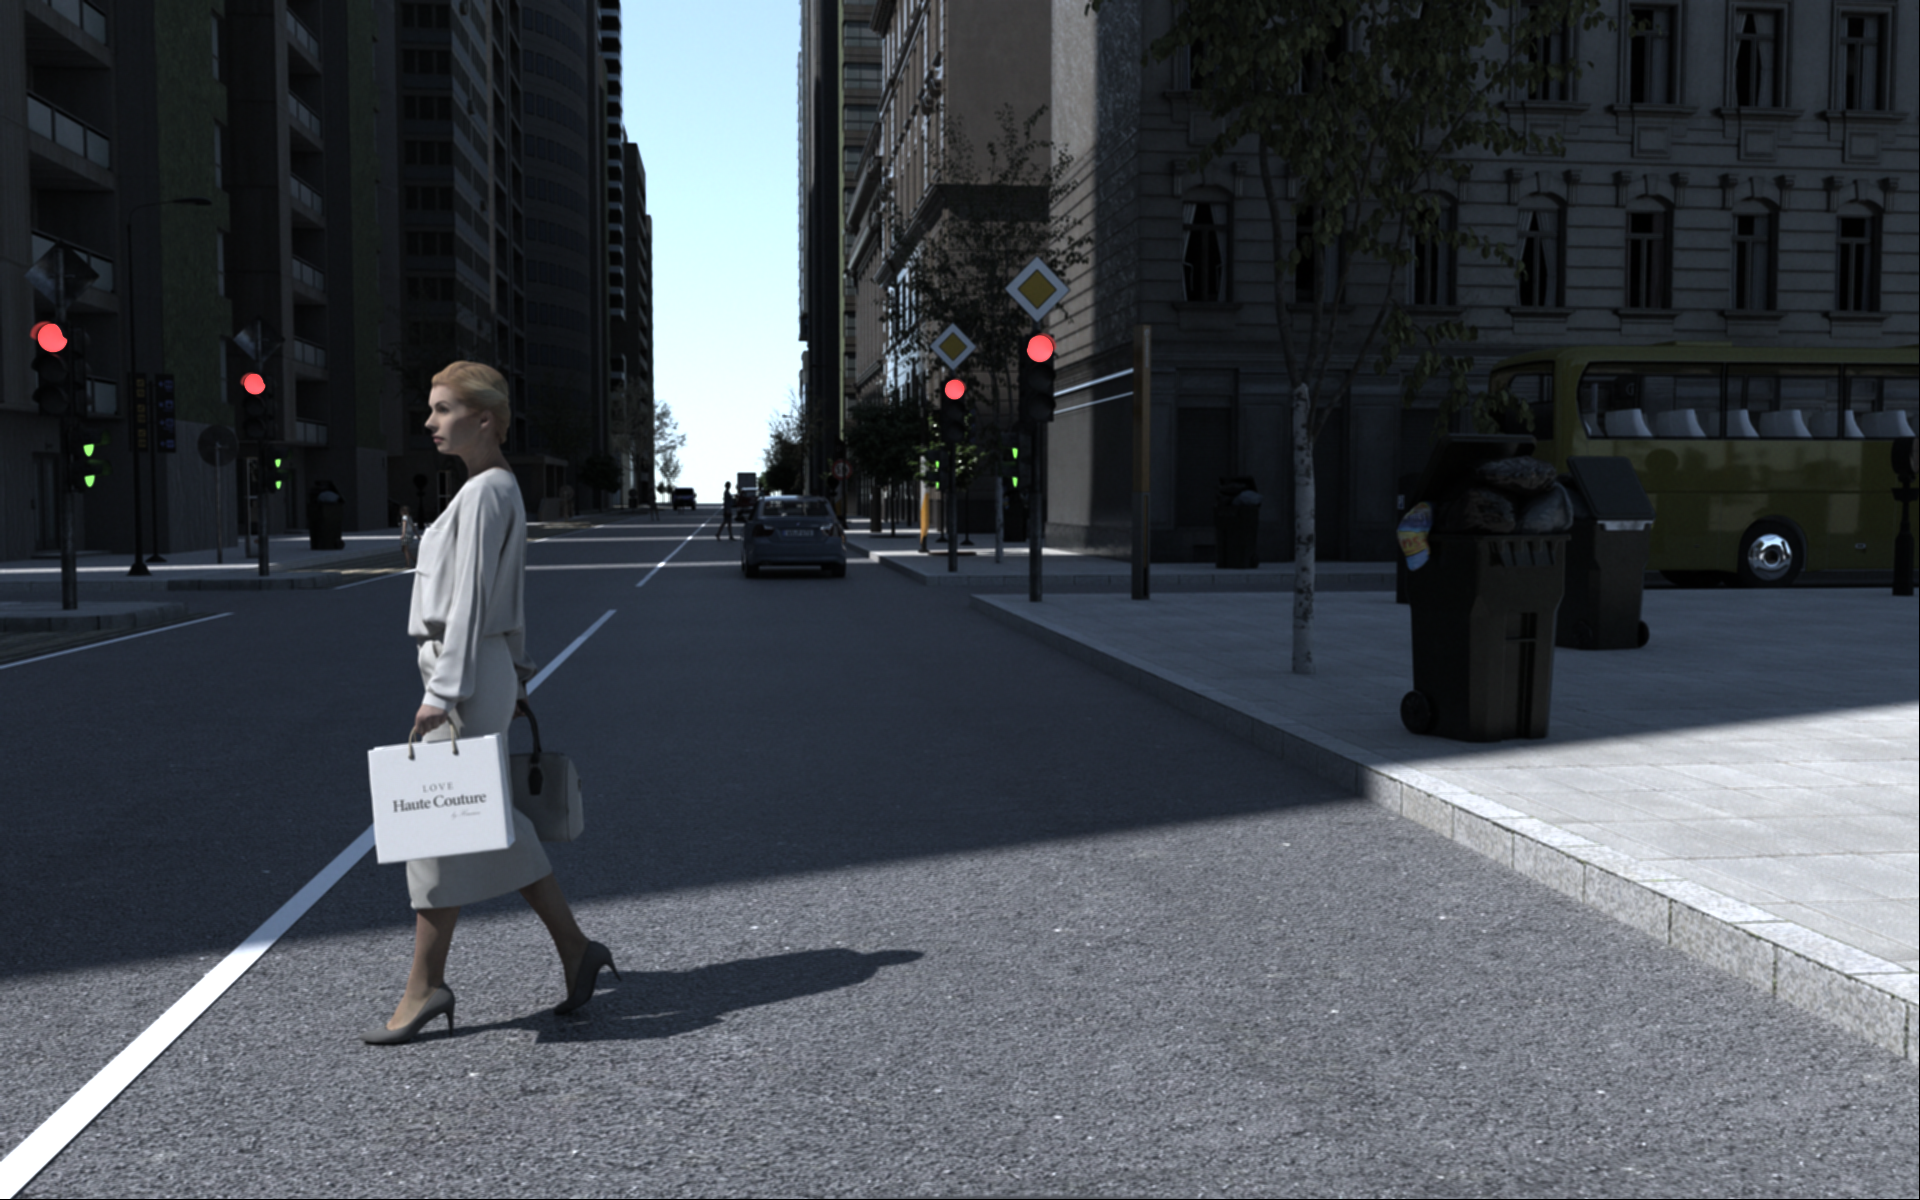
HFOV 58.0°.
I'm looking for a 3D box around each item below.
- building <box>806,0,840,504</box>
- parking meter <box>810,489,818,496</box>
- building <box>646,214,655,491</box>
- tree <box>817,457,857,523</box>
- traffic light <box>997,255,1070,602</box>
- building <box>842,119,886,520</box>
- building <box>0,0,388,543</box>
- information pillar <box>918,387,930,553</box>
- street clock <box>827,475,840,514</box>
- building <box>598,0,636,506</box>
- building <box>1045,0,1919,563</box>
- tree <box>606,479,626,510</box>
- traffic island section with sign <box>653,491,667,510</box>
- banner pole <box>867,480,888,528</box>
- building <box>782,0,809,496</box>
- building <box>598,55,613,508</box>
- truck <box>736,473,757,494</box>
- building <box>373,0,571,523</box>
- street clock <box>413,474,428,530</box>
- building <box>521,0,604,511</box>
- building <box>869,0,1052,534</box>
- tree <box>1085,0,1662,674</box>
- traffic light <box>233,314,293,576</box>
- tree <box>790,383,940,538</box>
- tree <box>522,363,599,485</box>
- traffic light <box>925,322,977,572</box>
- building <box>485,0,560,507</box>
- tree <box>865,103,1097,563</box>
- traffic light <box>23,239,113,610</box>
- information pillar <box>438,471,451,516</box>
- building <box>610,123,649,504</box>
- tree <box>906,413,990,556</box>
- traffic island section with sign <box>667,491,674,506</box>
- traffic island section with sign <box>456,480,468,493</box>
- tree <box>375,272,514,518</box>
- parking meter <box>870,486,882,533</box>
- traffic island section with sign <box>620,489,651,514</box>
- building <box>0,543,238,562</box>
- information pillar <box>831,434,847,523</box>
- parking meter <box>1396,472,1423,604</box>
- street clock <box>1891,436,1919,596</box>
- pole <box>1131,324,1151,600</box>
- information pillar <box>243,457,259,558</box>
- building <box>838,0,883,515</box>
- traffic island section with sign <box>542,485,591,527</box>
[{"bbox_3d":[-3.888,-38.005,163.385,21.231,58.520,28.212,0,4,-7],"label":"building"},{"bbox_3d":[-7.267,-4.751,86.092,0.372,1.533,0.369,0,3,0],"label":"parking meter"},{"bbox_3d":[-50.856,-34.368,245.508,14.154,41.232,14.086,0,4,-7],"label":"building"},{"bbox_3d":[-5.324,-5.106,78.088,1.663,3.219,1.824,0,3,0],"label":"tree"},{"bbox_3d":[0.883,-1.935,20.557,0.839,4.253,0.868,0,4,-7],"label":"traffic light"},{"bbox_3d":[1.091,-15.331,92.459,13.314,21.916,24.055,0,4,-7],"label":"building"},{"bbox_3d":[-27.150,-22.709,54.882,14.154,41.232,14.086,0,4,-7],"label":"building"},{"bbox_3d":[-0.770,-2.838,37.756,0.183,3.616,0.504,-1,4,-14],"label":"information pillar"},{"bbox_3d":[-4.758,-3.697,65.009,0.471,2.002,0.358,-1,4,-9],"label":"street clock"},{"bbox_3d":[-48.790,-54.215,199.080,22.319,86.520,31.000,0,4,-7],"label":"building"},{"bbox_3d":[11.464,-11.498,37.144,18.267,20.994,9.793,0,4,-7],"label":"building"},{"bbox_3d":[-27.808,-8.791,138.326,1.663,3.219,1.824,0,3,0],"label":"tree"},{"bbox_3d":[-27.220,-8.841,153.179,1.989,1.847,2.006,0,4,-7],"label":"traffic island section with sign"},{"bbox_3d":[-3.074,-4.570,64.742,0.863,3.779,0.401,0,4,3],"label":"banner pole"},{"bbox_3d":[-14.095,-57.081,245.945,22.319,86.520,31.000,0,4,-7],"label":"building"},{"bbox_3d":[-39.157,-28.892,155.974,14.154,41.232,14.086,0,4,-7],"label":"building"},{"bbox_3d":[-28.468,-14.808,231.017,2.839,4.237,11.283,0,4,-7],"label":"truck"},{"bbox_3d":[-35.552,-23.802,81.044,32.217,40.220,23.993,0,4,-7],"label":"building"},{"bbox_3d":[-19.425,-3.538,62.414,0.471,2.002,0.358,0,4,-1],"label":"street clock"},{"bbox_3d":[-39.664,-36.214,134.097,21.231,58.520,28.212,0,4,-7],"label":"building"},{"bbox_3d":[3.602,-16.549,67.836,12.463,27.353,25.104,0,4,-7],"label":"building"},{"bbox_3d":[2.539,-3.766,11.930,4.737,8.622,4.395,0,3,0],"label":"tree"},{"bbox_3d":[-10.909,-2.334,27.075,0.839,4.253,0.868,0,4,-7],"label":"traffic light"},{"bbox_3d":[-1.955,-4.144,51.462,4.285,4.588,4.351,0,3,0],"label":"tree"},{"bbox_3d":[-22.662,-9.052,98.358,4.737,8.622,4.395,0,3,0],"label":"tree"},{"bbox_3d":[-0.139,-2.419,28.477,0.839,4.253,0.868,0,4,-7],"label":"traffic light"},{"bbox_3d":[-36.569,-41.057,109.541,20.563,71.187,20.611,0,4,-7],"label":"building"},{"bbox_3d":[0.499,-4.985,31.873,4.360,8.622,3.978,0,3,0],"label":"tree"},{"bbox_3d":[-9.887,-1.849,19.156,0.839,4.253,0.868,0,4,-7],"label":"traffic light"},{"bbox_3d":[-16.385,-3.093,55.063,0.304,2.012,0.304,0,4,5],"label":"information pillar"},{"bbox_3d":[-52.188,-36.854,226.271,21.300,48.544,21.600,0,4,-7],"label":"building"},{"bbox_3d":[-0.180,-2.564,36.527,1.663,3.219,1.824,0,3,0],"label":"tree"},{"bbox_3d":[-34.242,-12.160,207.448,1.989,1.847,2.006,0,4,-7],"label":"traffic island section with sign"},{"bbox_3d":[-13.683,-2.422,48.223,1.989,1.847,2.006,0,4,-7],"label":"traffic island section with sign"},{"bbox_3d":[-17.350,-6.605,58.362,4.360,8.622,3.978,0,3,0],"label":"tree"},{"bbox_3d":[-2.805,-3.023,57.841,0.372,1.533,0.369,0,3,0],"label":"parking meter"},{"bbox_3d":[-23.713,-7.175,125.931,1.989,1.847,2.006,0,4,-7],"label":"traffic island section with sign"},{"bbox_3d":[-23.608,-21.377,33.111,14.154,41.232,14.086,0,4,-7],"label":"building"},{"bbox_3d":[-4.673,-4.671,67.728,0.504,3.616,0.183,-1,4,-16],"label":"information pillar"},{"bbox_3d":[5.319,-0.728,20.310,0.372,1.533,0.369,0,3,0],"label":"parking meter"},{"bbox_3d":[11.921,-1.056,21.836,0.471,2.002,0.358,-3,5,-42],"label":"street clock"},{"bbox_3d":[2.197,-1.660,20.985,0.158,3.312,0.155,0,3,0],"label":"pole"},{"bbox_3d":[-14.167,-1.851,34.753,0.304,2.012,0.304,-3,4,-36],"label":"information pillar"},{"bbox_3d":[-1.051,-26.333,114.135,14.154,41.232,14.086,0,4,-7],"label":"building"},{"bbox_3d":[-17.294,-4.136,76.249,1.989,1.847,2.006,0,4,-7],"label":"traffic island section with sign"}]
